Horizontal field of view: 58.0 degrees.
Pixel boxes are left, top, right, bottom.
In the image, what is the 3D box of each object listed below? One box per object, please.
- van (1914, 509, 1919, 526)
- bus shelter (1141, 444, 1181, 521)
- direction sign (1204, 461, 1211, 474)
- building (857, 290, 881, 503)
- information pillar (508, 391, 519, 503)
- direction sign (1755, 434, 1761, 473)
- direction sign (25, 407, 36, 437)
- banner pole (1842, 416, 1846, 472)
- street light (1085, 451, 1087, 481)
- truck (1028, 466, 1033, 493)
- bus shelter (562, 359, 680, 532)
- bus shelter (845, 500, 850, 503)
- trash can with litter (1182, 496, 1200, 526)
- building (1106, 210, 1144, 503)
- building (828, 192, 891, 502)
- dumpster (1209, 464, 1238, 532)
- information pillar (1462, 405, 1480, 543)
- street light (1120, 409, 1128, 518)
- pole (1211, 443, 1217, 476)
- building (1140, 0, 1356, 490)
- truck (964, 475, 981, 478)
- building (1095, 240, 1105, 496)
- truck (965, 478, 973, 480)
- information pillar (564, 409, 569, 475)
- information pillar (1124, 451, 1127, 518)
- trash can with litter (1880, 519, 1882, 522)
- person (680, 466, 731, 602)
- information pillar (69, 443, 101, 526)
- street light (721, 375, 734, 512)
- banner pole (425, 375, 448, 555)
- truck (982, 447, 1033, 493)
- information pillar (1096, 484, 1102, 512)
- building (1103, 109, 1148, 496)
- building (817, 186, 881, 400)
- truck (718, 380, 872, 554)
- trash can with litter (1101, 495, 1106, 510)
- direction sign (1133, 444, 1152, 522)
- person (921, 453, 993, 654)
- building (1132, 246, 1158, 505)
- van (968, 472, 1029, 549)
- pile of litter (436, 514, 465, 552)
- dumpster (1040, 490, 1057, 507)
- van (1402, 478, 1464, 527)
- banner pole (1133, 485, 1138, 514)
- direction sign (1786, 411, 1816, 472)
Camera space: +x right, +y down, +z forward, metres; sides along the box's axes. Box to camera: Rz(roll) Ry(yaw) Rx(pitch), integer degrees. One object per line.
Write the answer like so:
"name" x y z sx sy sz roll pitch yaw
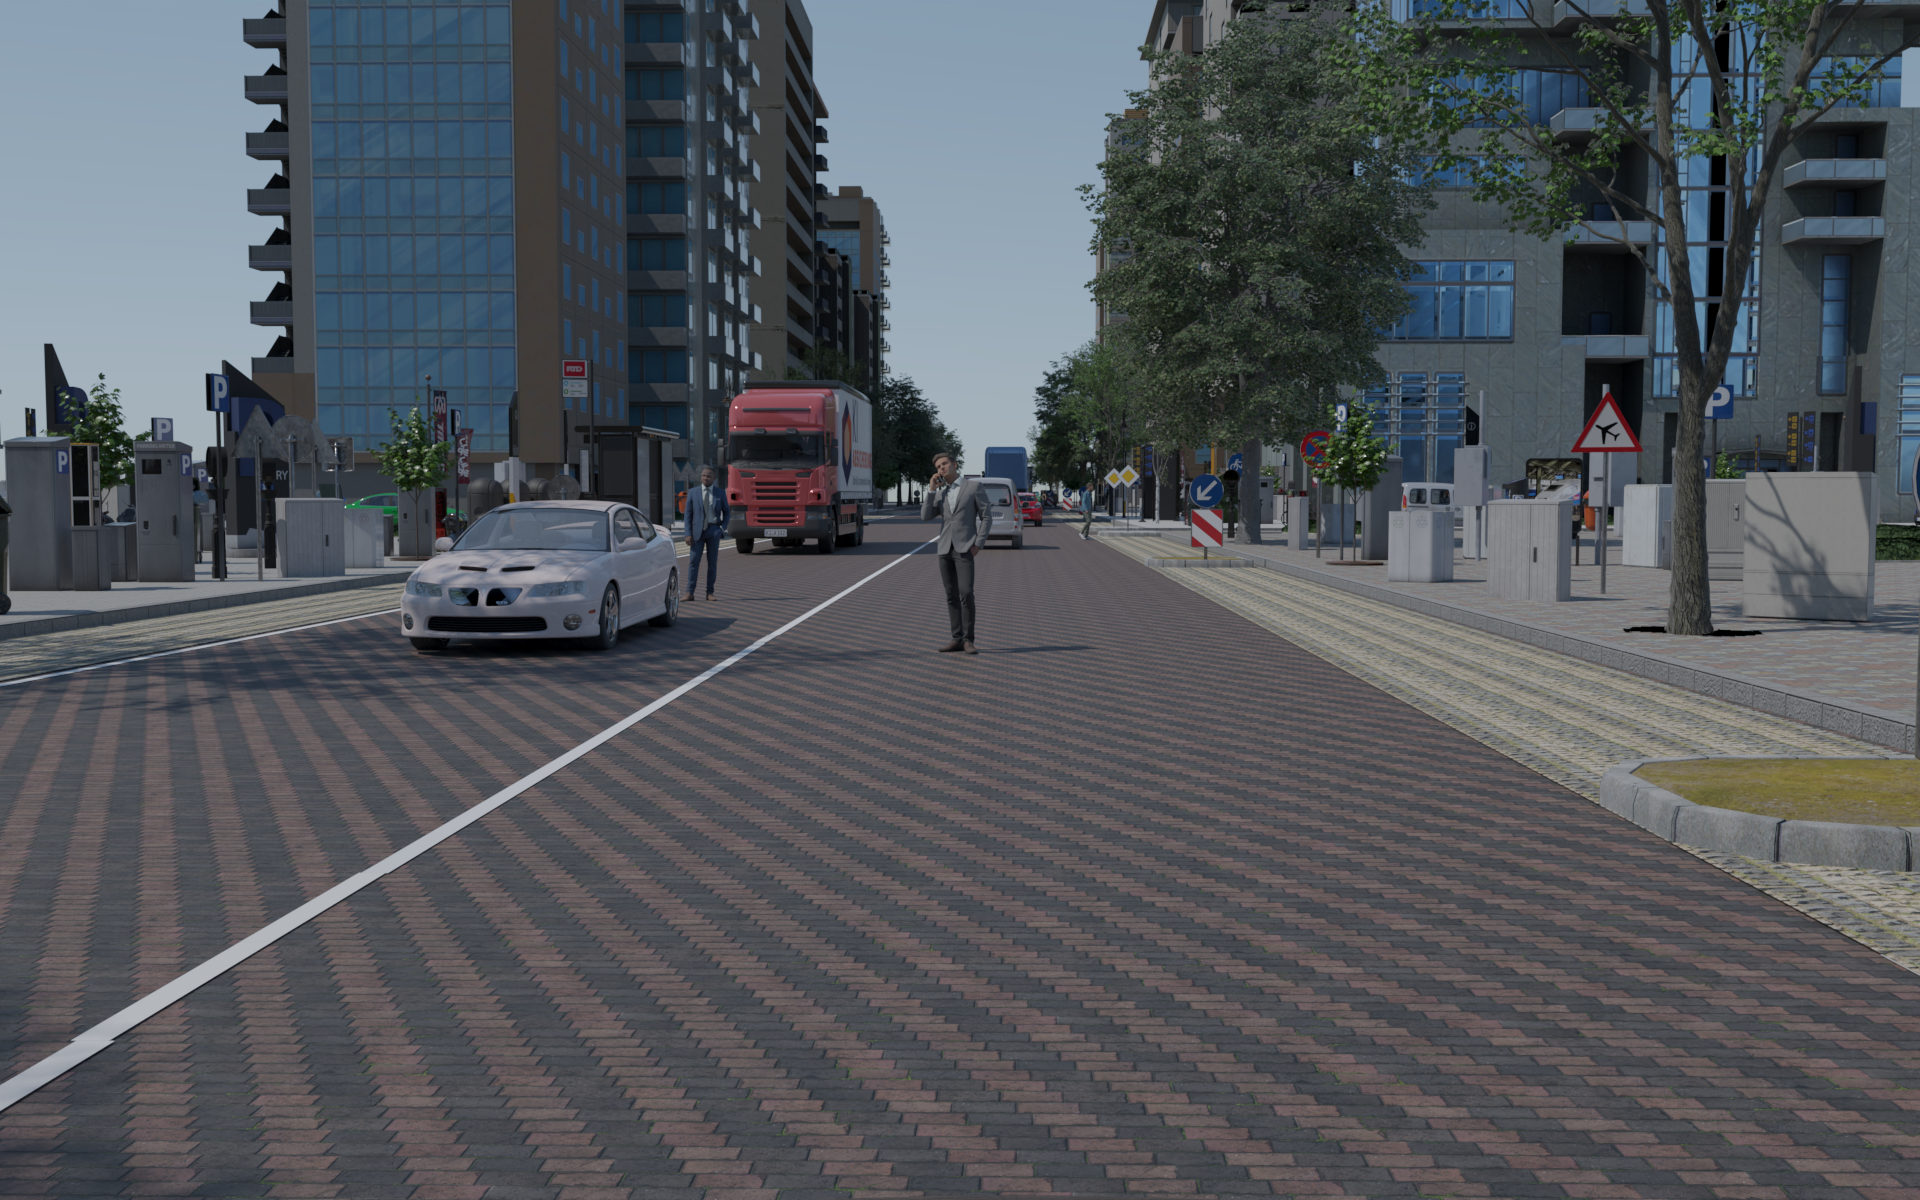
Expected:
"van" 37.460 -3.568 62.718 5.245 2.365 2.240 0 4 1
"bus shelter" 9.648 -5.687 84.262 1.731 3.624 6.357 0 4 2
"direction sign" 16.948 -7.744 118.606 0.379 3.537 0.876 3 5 40
"building" -18.536 -28.725 241.347 14.160 30.474 14.107 0 4 2
"information pillar" -10.066 -2.921 39.119 0.183 3.616 0.504 0 4 2
"direction sign" 30.423 -4.533 66.118 0.379 3.537 0.876 1 4 15
"direction sign" -24.452 -3.282 45.656 0.379 3.537 0.876 -1 4 -14
"banner pole" 28.417 -3.994 55.314 0.401 3.779 0.863 -2 4 -27
"street light" 10.225 -10.301 141.212 0.468 5.910 1.993 0 4 2
"truck" 6.145 -11.688 180.008 2.839 4.237 11.283 0 4 0
"bus shelter" -10.687 -4.689 54.299 2.179 5.291 8.768 0 4 2
"bus shelter" -8.514 -8.054 125.599 2.014 3.302 5.546 0 4 2
"trash can with litter" 9.353 -3.487 68.402 0.624 1.170 1.055 -1 4 -13
"building" 28.194 -34.683 250.667 14.154 41.232 14.086 0 4 2
"building" -22.631 -40.244 277.603 23.786 49.044 30.456 0 4 2
"dumpster" 8.831 -3.326 56.871 1.502 2.255 1.985 0 4 2
"information pillar" 13.502 -3.314 45.547 0.504 3.616 0.183 0 4 3
"street light" 8.731 -7.315 92.389 0.468 5.910 1.993 0 4 2
"pole" 9.897 -4.507 67.529 0.158 3.312 0.155 0 3 0
"building" 34.023 -36.188 180.914 28.713 52.752 27.495 0 4 2
"truck" 1.794 -16.043 251.215 2.839 4.237 11.283 0 4 1
"building" 30.144 -39.318 292.966 14.600 45.320 14.200 0 4 2
"truck" 1.258 -12.924 207.225 3.469 3.379 9.791 0 4 1
"information pillar" -10.956 -3.478 48.224 0.183 3.616 0.504 -1 4 -9
"information pillar" 9.032 -6.332 94.874 0.183 3.616 0.504 0 4 1
"trash can with litter" 37.699 -3.689 71.697 1.055 1.170 0.624 3 4 36
"person" -3.436 -0.893 23.278 0.721 1.800 0.419 -1 4 -16
"information pillar" -12.710 -1.266 25.184 0.304 2.012 0.304 0 4 -4
"street light" -8.970 -5.800 67.612 0.468 5.910 1.993 0 4 2
"banner pole" -11.071 -2.851 36.638 0.401 3.779 0.863 1 4 20
"truck" 2.243 -6.269 92.264 2.967 4.110 18.799 0 4 3
"information pillar" 9.732 -7.160 121.561 0.304 2.012 0.304 -2 4 -27
"building" 33.083 -44.594 271.115 21.231 58.520 28.212 0 4 2
"building" -19.094 -37.016 255.318 14.600 45.320 14.200 0 4 2
"truck" -4.047 -3.436 45.092 2.839 4.237 11.283 0 4 3
"trash can with litter" 11.054 -7.834 139.148 2.233 1.210 1.678 -1 4 -14
"direction sign" 8.338 -5.327 79.094 0.876 3.537 0.379 1 4 10
"person" -0.028 -0.427 15.664 0.592 1.802 0.473 3 5 43
"building" 27.059 -26.353 202.568 14.160 30.474 14.107 0 4 2
"van" 0.844 -2.406 46.356 2.013 2.044 4.112 0 4 3
"pile of litter" -11.294 -1.508 38.615 1.719 0.858 1.176 0 4 -1
"dumpster" 9.278 -10.553 180.755 1.865 1.857 1.264 0 4 3
"van" 17.826 -3.400 62.604 4.112 2.044 2.013 0 4 2
"banner pole" 11.500 -7.600 114.281 0.401 3.779 0.863 -1 4 -11
"direction sign" 23.140 -3.409 47.729 0.379 3.537 0.876 -2 4 -24
